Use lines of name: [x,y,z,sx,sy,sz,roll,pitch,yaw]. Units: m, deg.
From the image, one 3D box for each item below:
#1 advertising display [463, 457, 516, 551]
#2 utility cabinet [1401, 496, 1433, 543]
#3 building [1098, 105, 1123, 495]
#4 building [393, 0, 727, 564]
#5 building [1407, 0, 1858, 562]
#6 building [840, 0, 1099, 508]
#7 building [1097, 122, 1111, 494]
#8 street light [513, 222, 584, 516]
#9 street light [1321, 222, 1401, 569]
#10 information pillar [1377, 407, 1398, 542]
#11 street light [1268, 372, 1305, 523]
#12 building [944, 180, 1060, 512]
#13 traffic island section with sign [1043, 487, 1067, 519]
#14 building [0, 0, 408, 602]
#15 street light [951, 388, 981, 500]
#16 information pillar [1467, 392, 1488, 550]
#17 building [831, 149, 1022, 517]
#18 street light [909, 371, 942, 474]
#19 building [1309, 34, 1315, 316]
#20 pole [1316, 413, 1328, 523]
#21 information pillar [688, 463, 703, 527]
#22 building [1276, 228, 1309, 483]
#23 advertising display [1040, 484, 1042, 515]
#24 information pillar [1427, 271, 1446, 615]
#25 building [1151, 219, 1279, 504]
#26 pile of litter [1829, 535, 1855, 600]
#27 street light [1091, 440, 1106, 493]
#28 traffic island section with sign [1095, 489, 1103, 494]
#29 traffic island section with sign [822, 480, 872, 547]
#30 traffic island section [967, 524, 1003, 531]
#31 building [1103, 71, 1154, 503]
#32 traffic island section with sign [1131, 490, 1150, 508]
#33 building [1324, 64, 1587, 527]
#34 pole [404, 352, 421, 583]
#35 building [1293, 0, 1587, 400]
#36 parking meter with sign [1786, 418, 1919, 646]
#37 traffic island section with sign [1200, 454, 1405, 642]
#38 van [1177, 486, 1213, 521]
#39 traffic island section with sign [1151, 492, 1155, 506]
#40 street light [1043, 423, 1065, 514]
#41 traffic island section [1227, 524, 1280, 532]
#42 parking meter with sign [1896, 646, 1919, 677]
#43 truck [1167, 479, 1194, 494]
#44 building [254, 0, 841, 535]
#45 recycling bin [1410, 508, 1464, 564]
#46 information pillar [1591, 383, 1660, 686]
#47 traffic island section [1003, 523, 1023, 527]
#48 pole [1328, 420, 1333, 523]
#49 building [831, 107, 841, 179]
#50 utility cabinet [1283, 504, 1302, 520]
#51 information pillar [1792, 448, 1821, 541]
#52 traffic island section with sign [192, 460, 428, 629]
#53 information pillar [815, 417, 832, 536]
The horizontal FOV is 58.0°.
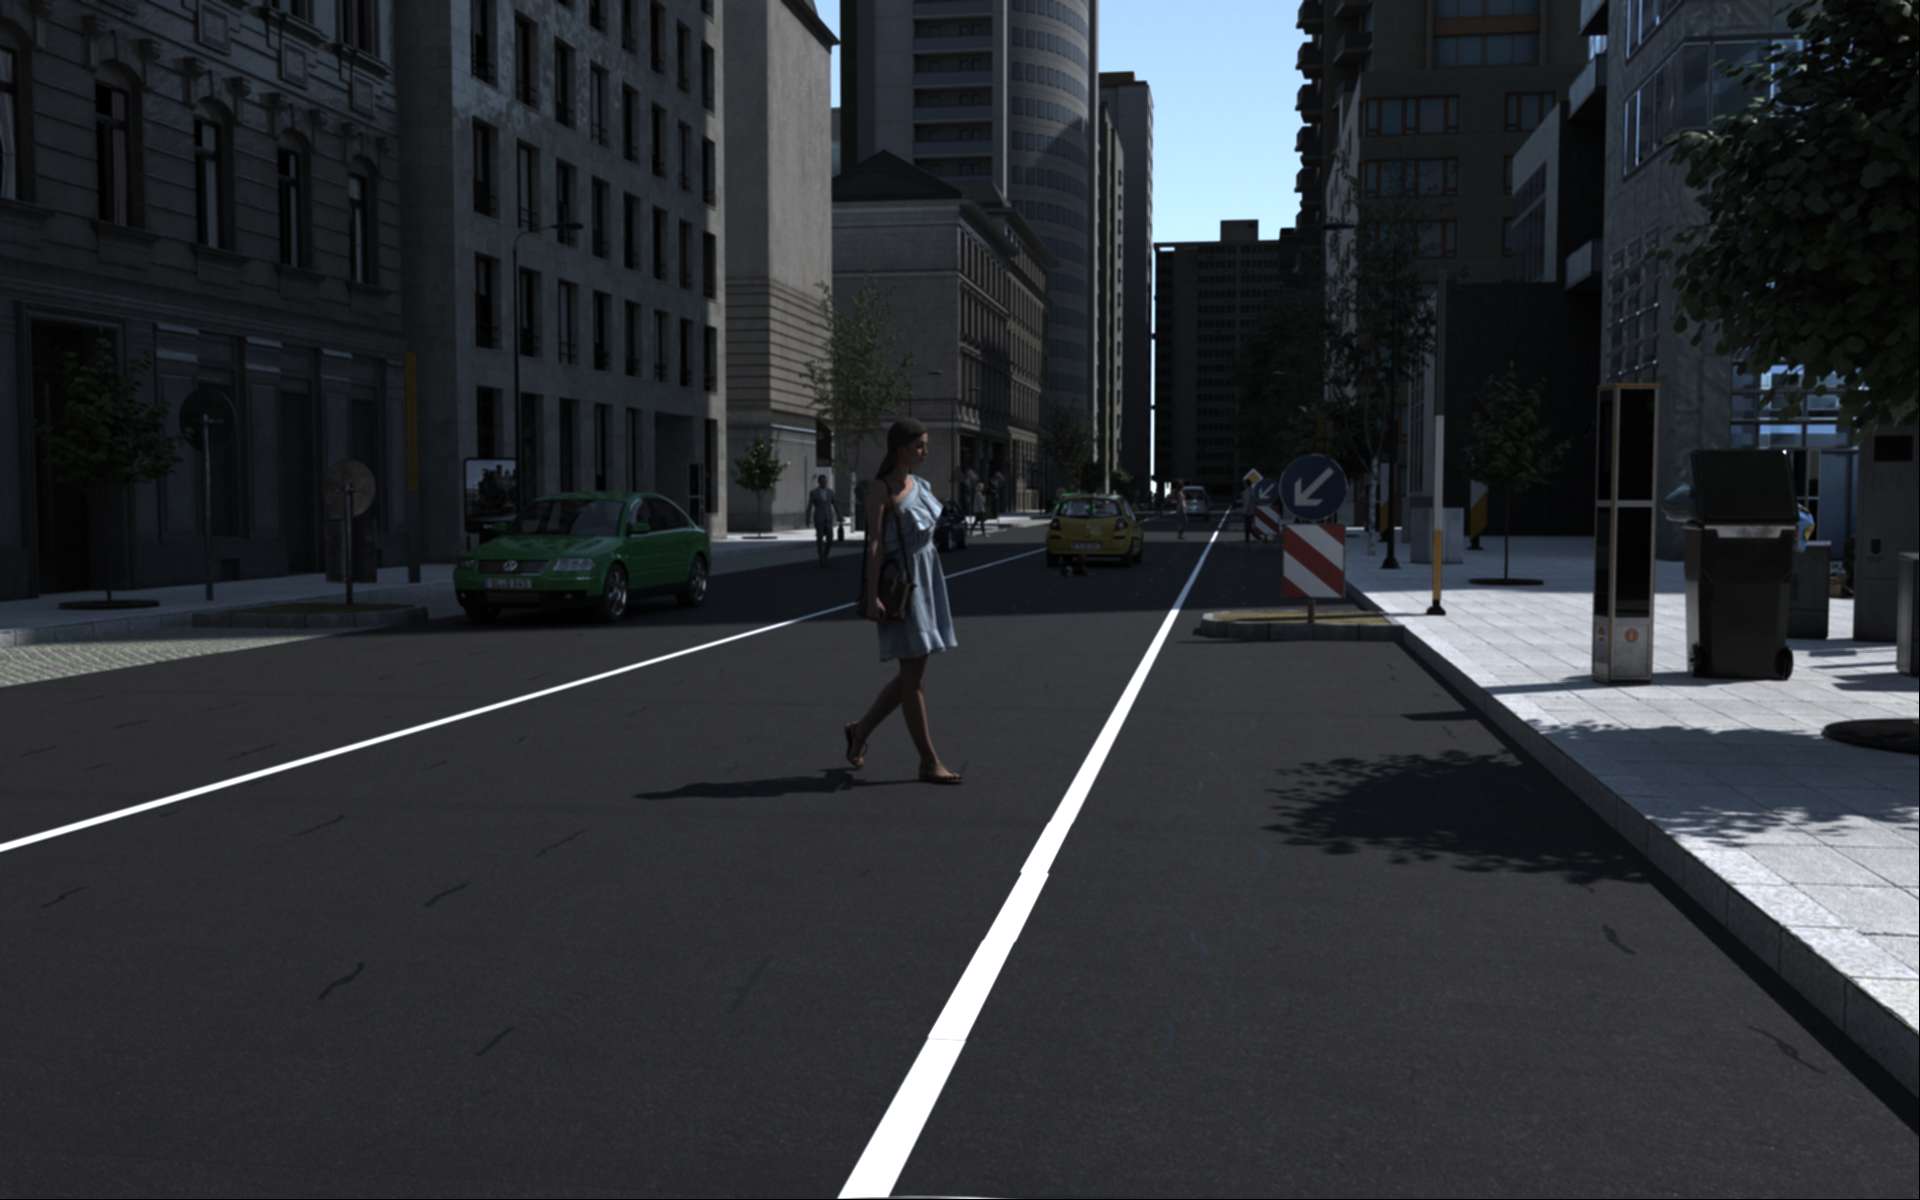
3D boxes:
advertising display: [-8.261,-1.554,30.625,0.974,1.923,0.123,-1,4,-17]
utility cabinet: [12.010,-2.098,45.462,1.020,1.237,0.306,-3,4,-39]
building: [8.900,-36.139,214.579,21.600,48.544,21.300,1,4,9]
building: [-12.943,-11.342,40.201,10.420,20.320,16.860,1,4,9]
building: [25.022,-44.738,44.131,22.319,86.520,31.000,1,4,9]
building: [1.574,-38.130,165.424,21.231,58.520,28.212,1,4,9]
building: [8.613,-30.741,186.213,14.154,41.232,14.086,1,4,9]
street light: [-7.105,-3.500,29.768,1.470,5.913,1.316,1,4,9]
street light: [6.874,-3.497,29.713,1.470,5.913,1.316,1,4,9]
information pillar: [11.391,-3.347,46.073,0.183,3.616,0.504,-3,4,-37]
street light: [12.557,-5.717,66.020,1.470,5.913,1.316,1,4,9]
building: [-1.805,-18.394,134.021,16.112,22.955,30.059,1,4,9]
traffic island section with sign: [5.918,-5.620,100.515,1.989,1.847,2.006,1,4,9]
building: [-15.805,-10.587,22.243,9.793,20.994,18.267,1,4,9]
street light: [0.209,-6.325,75.962,1.470,5.913,1.316,1,4,9]
information pillar: [11.914,-2.960,39.750,0.183,3.616,0.504,-2,4,-26]
building: [-4.221,-15.163,98.821,10.553,20.767,40.483,1,4,9]
street light: [-1.364,-5.697,65.692,1.470,5.913,1.316,1,4,9]
building: [42.626,-44.646,168.208,20.563,71.187,20.611,1,4,9]
pole: [9.041,-3.036,43.483,0.158,3.312,0.155,0,3,0]
information pillar: [-6.232,-2.223,40.840,0.304,2.012,0.304,0,4,4]
building: [41.563,-25.477,188.243,14.160,30.474,14.107,1,4,9]
advertising display: [5.066,-6.296,108.149,0.123,1.923,0.974,0,4,3]
information pillar: [5.102,-1.658,18.463,0.183,3.616,0.504,1,4,13]
building: [39.779,-34.022,248.141,23.993,40.220,32.217,1,4,9]
pile of litter: [11.067,-0.477,21.764,1.176,0.858,1.719,3,5,40]
street light: [11.831,-10.773,148.681,1.470,5.913,1.316,1,4,9]
traffic island section with sign: [10.302,-7.296,127.925,1.989,1.847,2.006,1,4,9]
traffic island section with sign: [-2.621,-2.358,47.173,1.989,1.847,2.006,1,4,9]
traffic island section: [0.390,-2.802,68.091,2.009,0.180,2.903,1,4,9]
building: [13.084,-43.093,246.573,28.212,58.520,21.231,1,4,9]
traffic island section with sign: [18.120,-10.281,176.723,1.989,1.847,2.006,1,4,9]
building: [32.818,-14.532,82.636,28.899,21.520,27.650,1,4,9]
pole: [-7.905,-1.905,24.991,0.158,3.312,0.155,0,3,0]
building: [34.953,-28.582,121.938,22.147,44.769,28.867,1,4,9]
parking meter with sign: [8.164,-1.149,15.050,1.738,3.016,0.543,2,4,26]
traffic island section with sign: [3.503,-0.567,17.897,1.989,1.847,2.006,1,4,9]
van: [12.663,-5.310,93.826,2.013,2.044,4.112,1,4,10]
traffic island section with sign: [22.375,-11.909,203.342,1.989,1.847,2.006,1,4,9]
street light: [6.159,-8.575,112.747,1.470,5.913,1.316,1,4,9]
traffic island section: [11.243,-2.696,66.356,2.009,0.180,2.903,1,4,9]
parking meter with sign: [7.532,-0.962,11.996,1.738,3.016,0.543,1,4,13]
truck: [28.188,-13.755,220.825,3.469,3.379,9.791,1,4,9]
building: [-14.337,-13.095,63.260,18.267,20.994,9.793,1,4,9]
recycling bin: [8.814,-1.190,32.012,0.722,1.027,0.722,-1,4,-15]
information pillar: [4.485,-0.440,11.685,0.304,2.012,0.304,0,4,-2]
traffic island section: [1.652,-3.284,75.976,2.009,0.180,2.903,1,4,9]
pole: [10.229,-3.309,47.951,0.158,3.312,0.155,0,3,0]
building: [-16.911,-36.598,217.982,30.456,49.044,23.786,1,4,9]
utility cabinet: [16.600,-4.595,86.284,1.020,1.237,0.306,3,5,40]
information pillar: [13.553,-1.425,27.790,0.304,2.012,0.304,-2,4,-26]
traffic island section with sign: [-7.080,-0.652,19.293,1.989,1.847,2.006,1,4,9]
information pillar: [-4.170,-3.764,52.894,0.504,3.616,0.183,1,4,19]
